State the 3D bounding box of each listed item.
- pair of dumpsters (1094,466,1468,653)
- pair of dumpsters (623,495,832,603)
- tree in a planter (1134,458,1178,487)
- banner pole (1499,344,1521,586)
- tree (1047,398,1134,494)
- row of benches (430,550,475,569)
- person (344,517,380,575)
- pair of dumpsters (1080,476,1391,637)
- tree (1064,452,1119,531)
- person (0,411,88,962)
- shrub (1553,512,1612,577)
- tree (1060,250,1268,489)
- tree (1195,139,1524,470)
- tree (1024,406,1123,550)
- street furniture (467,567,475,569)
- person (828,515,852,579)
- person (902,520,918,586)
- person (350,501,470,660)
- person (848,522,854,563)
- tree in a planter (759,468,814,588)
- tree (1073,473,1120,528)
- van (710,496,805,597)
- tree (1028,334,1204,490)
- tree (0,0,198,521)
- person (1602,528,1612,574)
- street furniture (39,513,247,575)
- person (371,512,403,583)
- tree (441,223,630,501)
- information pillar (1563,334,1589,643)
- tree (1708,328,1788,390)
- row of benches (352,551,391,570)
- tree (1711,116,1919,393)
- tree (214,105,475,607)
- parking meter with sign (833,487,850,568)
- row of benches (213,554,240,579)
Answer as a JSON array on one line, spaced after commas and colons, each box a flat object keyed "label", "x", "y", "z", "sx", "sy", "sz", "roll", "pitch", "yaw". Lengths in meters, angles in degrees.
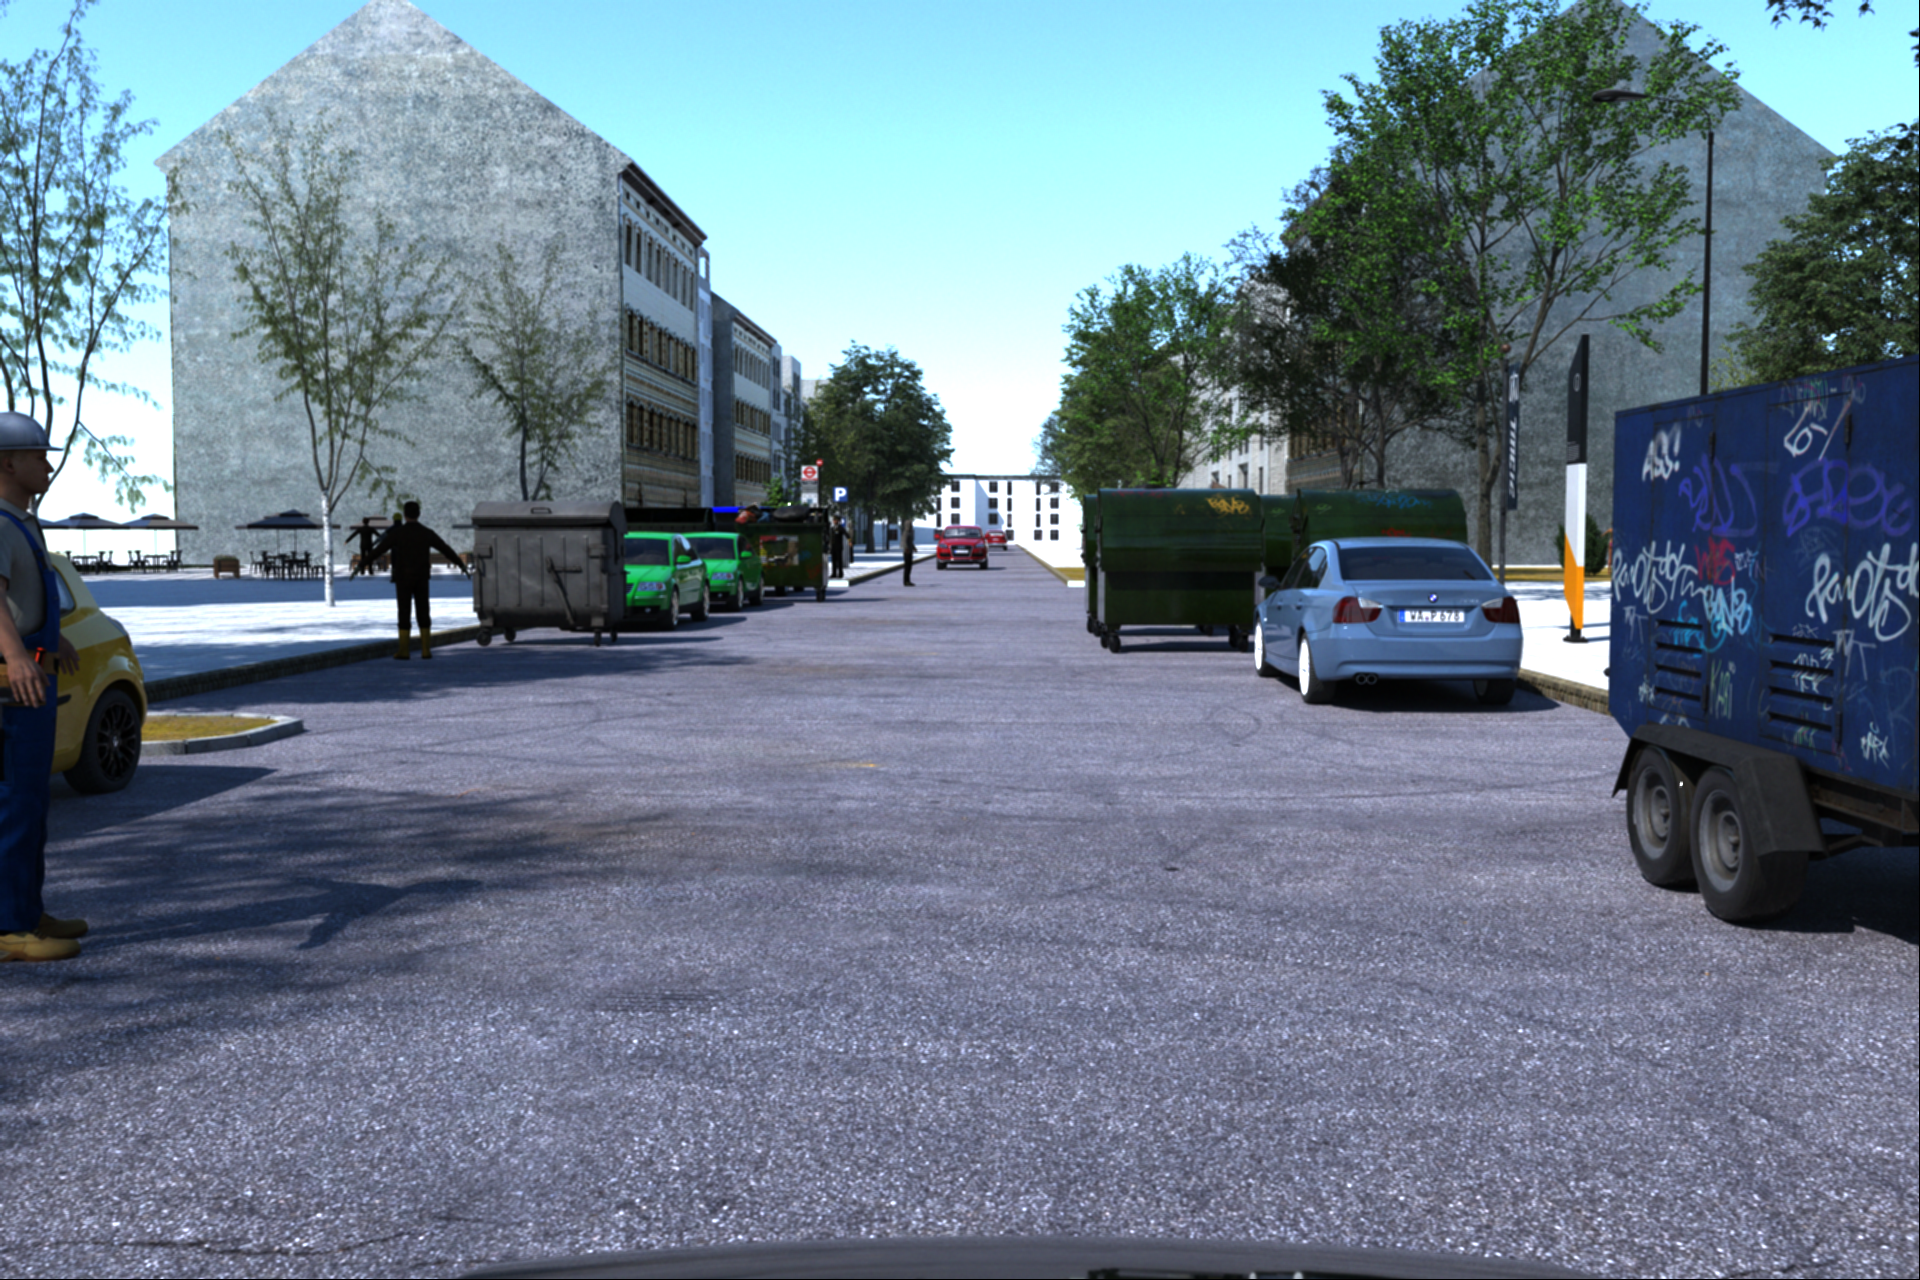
[{"label": "pair of dumpsters", "x": 3.863, "y": -1.001, "z": 21.311, "sx": 4.436, "sy": 2.255, "sz": 1.574, "roll": 0, "pitch": 4, "yaw": 0}, {"label": "pair of dumpsters", "x": -4.962, "y": -1.935, "z": 36.594, "sx": 4.436, "sy": 2.255, "sz": 1.574, "roll": 0, "pitch": 4, "yaw": 2}, {"label": "tree in a planter", "x": 4.593, "y": -2.656, "z": 40.652, "sx": 1.991, "sy": 3.239, "sz": 1.994, "roll": 0, "pitch": 4, "yaw": 2}, {"label": "banner pole", "x": 7.171, "y": -1.995, "z": 22.644, "sx": 0.401, "sy": 3.779, "sz": 0.863, "roll": 0, "pitch": 4, "yaw": 2}, {"label": "tree", "x": 9.327, "y": -11.553, "z": 114.646, "sx": 9.928, "sy": 11.665, "sz": 9.643, "roll": 0, "pitch": 3, "yaw": 0}, {"label": "row of benches", "x": -18.381, "y": -3.089, "z": 65.961, "sx": 4.104, "sy": 0.672, "sz": 1.422, "roll": -3, "pitch": 5, "yaw": -41}, {"label": "person", "x": -18.609, "y": -2.943, "z": 54.300, "sx": 1.347, "sy": 1.806, "sz": 0.705, "roll": -1, "pitch": 4, "yaw": -17}, {"label": "pair of dumpsters", "x": 3.930, "y": -1.202, "z": 24.603, "sx": 4.436, "sy": 2.255, "sz": 1.574, "roll": 0, "pitch": 4, "yaw": 1}, {"label": "tree", "x": 9.729, "y": -10.585, "z": 123.420, "sx": 4.737, "sy": 8.622, "sz": 4.395, "roll": 0, "pitch": 3, "yaw": 0}, {"label": "person", "x": -3.192, "y": 0.146, "z": 5.923, "sx": 0.705, "sy": 1.847, "sz": 1.347, "roll": -1, "pitch": 4, "yaw": -23}, {"label": "shrub", "x": 18.725, "y": -2.917, "z": 52.107, "sx": 1.690, "sy": 2.028, "sz": 1.600, "roll": 0, "pitch": 3, "yaw": 0}, {"label": "tree", "x": 7.800, "y": -8.509, "z": 64.885, "sx": 9.928, "sy": 11.665, "sz": 9.643, "roll": 0, "pitch": 3, "yaw": 0}, {"label": "tree", "x": 11.941, "y": -8.735, "z": 53.180, "sx": 12.009, "sy": 13.543, "sz": 11.850, "roll": 0, "pitch": 3, "yaw": 0}, {"label": "tree", "x": 10.384, "y": -14.292, "z": 144.038, "sx": 12.009, "sy": 13.543, "sz": 11.850, "roll": 0, "pitch": 3, "yaw": 0}, {"label": "street furniture", "x": -12.524, "y": -3.041, "z": 56.576, "sx": 9.812, "sy": 1.723, "sz": 11.010, "roll": 1, "pitch": 4, "yaw": 15}, {"label": "person", "x": -3.577, "y": -2.695, "z": 50.004, "sx": 1.347, "sy": 1.837, "sz": 0.705, "roll": 3, "pitch": 4, "yaw": 38}, {"label": "person", "x": -1.400, "y": -2.396, "z": 47.767, "sx": 0.705, "sy": 1.813, "sz": 1.348, "roll": 1, "pitch": 4, "yaw": 9}, {"label": "person", "x": -6.278, "y": -0.689, "z": 19.852, "sx": 1.346, "sy": 1.812, "sz": 0.704, "roll": -2, "pitch": 4, "yaw": -29}, {"label": "person", "x": -4.826, "y": -4.276, "z": 76.049, "sx": 0.705, "sy": 1.813, "sz": 1.348, "roll": -1, "pitch": 4, "yaw": -10}, {"label": "tree in a planter", "x": -4.886, "y": -3.024, "z": 46.668, "sx": 1.991, "sy": 3.239, "sz": 1.994, "roll": 0, "pitch": 4, "yaw": 2}, {"label": "tree", "x": 10.228, "y": -11.219, "z": 133.794, "sx": 4.737, "sy": 8.622, "sz": 4.395, "roll": 0, "pitch": 3, "yaw": 0}, {"label": "van", "x": -4.857, "y": -2.263, "z": 41.385, "sx": 2.240, "sy": 2.365, "sz": 5.245, "roll": 0, "pitch": 4, "yaw": 1}, {"label": "tree", "x": 9.241, "y": -11.696, "z": 101.604, "sx": 12.009, "sy": 13.543, "sz": 11.850, "roll": 0, "pitch": 3, "yaw": 0}, {"label": "tree", "x": -11.505, "y": -4.347, "z": 21.435, "sx": 4.360, "sy": 8.622, "sz": 3.978, "roll": 0, "pitch": 3, "yaw": 0}, {"label": "person", "x": 20.893, "y": -2.964, "z": 55.261, "sx": 1.217, "sy": 1.733, "sz": 0.721, "roll": 3, "pitch": 4, "yaw": 39}, {"label": "street furniture", "x": -32.191, "y": -2.914, "z": 52.666, "sx": 14.083, "sy": 1.986, "sz": 27.439, "roll": 0, "pitch": 4, "yaw": -3}, {"label": "person", "x": -14.839, "y": -2.444, "z": 45.733, "sx": 1.351, "sy": 1.858, "sz": 0.704, "roll": -2, "pitch": 4, "yaw": -28}, {"label": "tree", "x": -10.755, "y": -5.605, "z": 41.999, "sx": 4.360, "sy": 8.622, "sz": 3.978, "roll": 0, "pitch": 3, "yaw": 0}, {"label": "information pillar", "x": 7.310, "y": -1.785, "z": 20.541, "sx": 0.183, "sy": 3.616, "sz": 0.504, "roll": 0, "pitch": 4, "yaw": 2}, {"label": "tree", "x": 28.820, "y": -6.882, "z": 62.878, "sx": 4.737, "sy": 8.622, "sz": 4.395, "roll": 0, "pitch": 3, "yaw": 0}, {"label": "row of benches", "x": -21.040, "y": -2.934, "z": 63.425, "sx": 1.422, "sy": 0.672, "sz": 4.104, "roll": 0, "pitch": 4, "yaw": 6}, {"label": "tree", "x": 27.864, "y": -8.913, "z": 52.389, "sx": 9.857, "sy": 13.997, "sz": 8.962, "roll": 0, "pitch": 3, "yaw": 0}, {"label": "tree", "x": -11.287, "y": -4.901, "z": 30.497, "sx": 4.360, "sy": 8.622, "sz": 3.978, "roll": 0, "pitch": 3, "yaw": 0}, {"label": "parking meter with sign", "x": -4.411, "y": -4.200, "z": 64.938, "sx": 0.543, "sy": 3.016, "sz": 1.738, "roll": 0, "pitch": 4, "yaw": 1}, {"label": "row of benches", "x": -21.855, "y": -2.209, "z": 51.577, "sx": 1.422, "sy": 0.672, "sz": 4.104, "roll": -2, "pitch": 4, "yaw": -24}]
